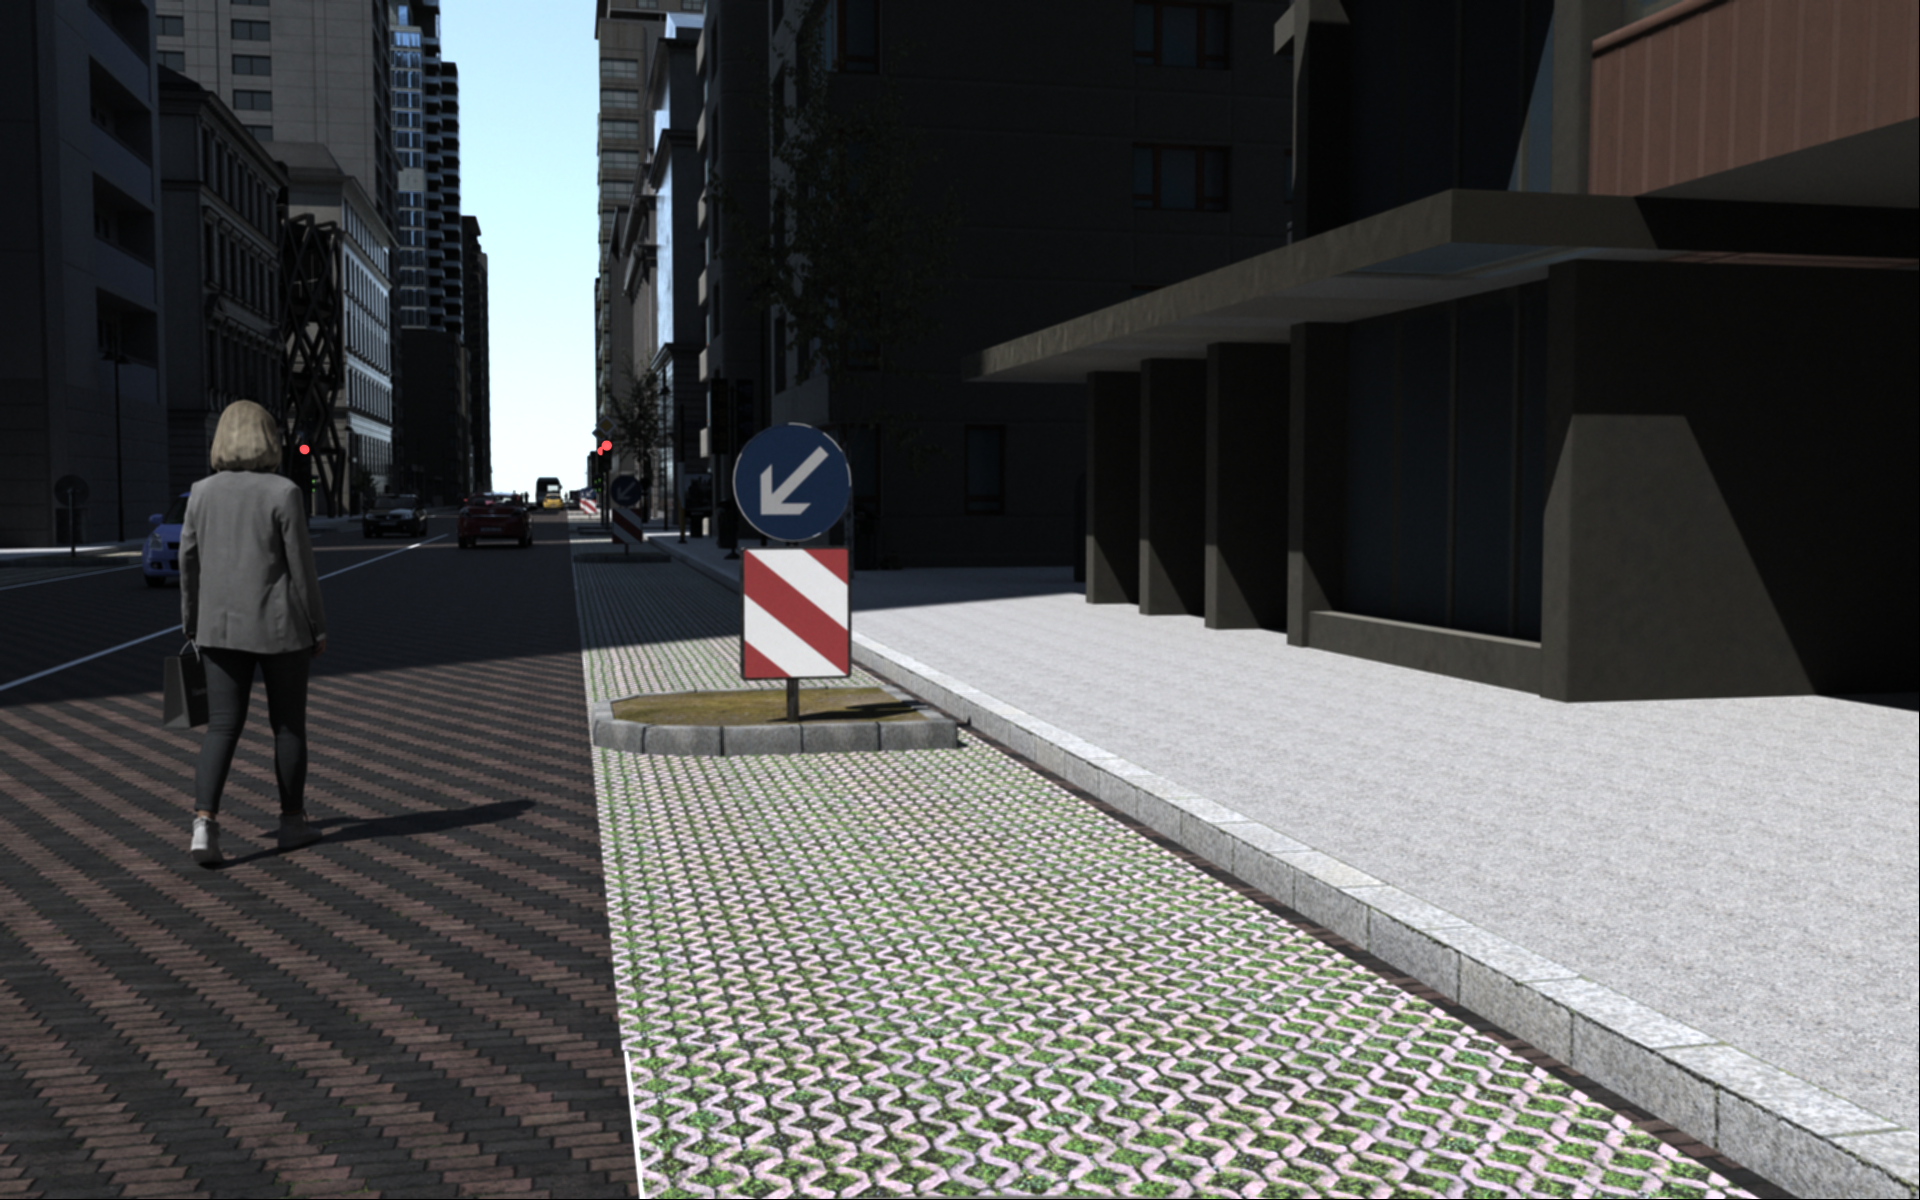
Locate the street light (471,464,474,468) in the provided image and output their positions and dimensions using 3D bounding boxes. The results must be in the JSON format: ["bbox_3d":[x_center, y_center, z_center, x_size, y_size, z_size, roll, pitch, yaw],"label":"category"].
[{"bbox_3d":[-62.570,-15.245,222.040,0.468,5.910,1.993,-1,4,-13],"label":"street light"}]

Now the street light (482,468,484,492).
[{"bbox_3d":[-69.319,-17.068,251.854,0.468,5.910,1.993,-1,4,-13],"label":"street light"}]

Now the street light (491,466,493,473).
[{"bbox_3d":[-76.088,-18.887,281.583,0.468,5.910,1.993,-1,4,-13],"label":"street light"}]

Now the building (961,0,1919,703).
[{"bbox_3d":[13.649,-21.675,9.014,22.147,44.769,28.867,-1,4,-13],"label":"building"}]

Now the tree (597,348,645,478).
[{"bbox_3d":[-15.636,-8.275,85.653,4.737,8.622,4.395,0,3,0],"label":"tree"}]

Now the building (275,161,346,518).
[{"bbox_3d":[-41.479,-13.671,90.967,16.820,18.784,16.811,-1,4,-13],"label":"building"}]

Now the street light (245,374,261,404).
[{"bbox_3d":[-27.184,-5.741,66.648,0.468,5.910,1.993,-1,4,-13],"label":"street light"}]

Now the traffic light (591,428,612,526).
[{"bbox_3d":[-14.225,-4.883,68.764,0.839,4.253,0.868,-1,4,-13],"label":"traffic light"}]

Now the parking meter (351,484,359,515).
[{"bbox_3d":[-36.274,-6.000,103.813,0.399,1.863,0.255,1,4,15],"label":"parking meter"}]

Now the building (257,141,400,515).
[{"bbox_3d":[-48.195,-17.487,119.203,16.112,22.955,30.059,-1,4,-13],"label":"building"}]

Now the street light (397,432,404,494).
[{"bbox_3d":[-40.728,-9.381,126.159,0.468,5.910,1.993,-1,4,-13],"label":"street light"}]

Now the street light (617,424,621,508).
[{"bbox_3d":[-22.060,-8.533,112.307,0.468,5.910,1.993,-1,4,-13],"label":"street light"}]

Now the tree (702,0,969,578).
[{"bbox_3d":[-1.702,-4.618,25.866,4.737,8.622,4.395,0,3,0],"label":"tree"}]

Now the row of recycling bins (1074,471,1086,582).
[{"bbox_3d":[3.276,-1.155,26.002,3.534,1.692,1.069,-2,4,-28],"label":"row of recycling bins"}]

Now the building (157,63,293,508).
[{"bbox_3d":[-35.100,-12.752,73.119,10.561,19.102,19.286,-1,4,-13],"label":"building"}]

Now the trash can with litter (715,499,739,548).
[{"bbox_3d":[-5.604,-1.818,41.116,0.624,1.170,1.055,-1,4,-20],"label":"trash can with litter"}]

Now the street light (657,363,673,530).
[{"bbox_3d":[-10.396,-5.400,61.072,0.468,5.910,1.993,-1,4,-13],"label":"street light"}]

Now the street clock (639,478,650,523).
[{"bbox_3d":[-13.939,-4.405,76.592,0.358,2.002,0.471,3,5,42],"label":"street clock"}]

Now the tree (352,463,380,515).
[{"bbox_3d":[-36.266,-6.808,105.914,1.663,3.219,1.824,0,3,0],"label":"tree"}]

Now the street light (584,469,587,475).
[{"bbox_3d":[-57.382,-18.040,267.747,0.468,5.910,1.993,-1,4,-13],"label":"street light"}]

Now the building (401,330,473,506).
[{"bbox_3d":[-70.293,-21.443,195.638,27.650,21.520,28.899,-1,4,-13],"label":"building"}]

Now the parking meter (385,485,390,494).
[{"bbox_3d":[-36.811,-6.465,111.413,0.255,1.863,0.399,0,4,3],"label":"parking meter"}]

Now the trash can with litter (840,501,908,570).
[{"bbox_3d":[-1.455,-1.099,29.349,1.055,1.170,0.624,-2,4,-27],"label":"trash can with litter"}]

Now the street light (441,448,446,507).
[{"bbox_3d":[-51.210,-12.172,171.799,0.468,5.910,1.993,-1,4,-13],"label":"street light"}]

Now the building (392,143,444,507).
[{"bbox_3d":[-67.696,-29.126,168.093,32.217,40.220,23.993,-1,4,-13],"label":"building"}]

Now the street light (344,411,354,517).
[{"bbox_3d":[-33.966,-7.559,96.374,0.468,5.910,1.993,-1,4,-13],"label":"street light"}]

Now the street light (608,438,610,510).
[{"bbox_3d":[-28.794,-10.352,142.044,0.468,5.910,1.993,-1,4,-13],"label":"street light"}]

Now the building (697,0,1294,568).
[{"bbox_3d":[8.038,-12.304,46.204,27.650,21.520,28.899,-1,4,-13],"label":"building"}]

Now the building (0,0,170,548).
[{"bbox_3d":[-37.167,-30.735,44.517,28.212,58.520,21.231,-1,4,-13],"label":"building"}]

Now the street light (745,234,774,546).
[{"bbox_3d":[-3.506,-3.548,30.799,0.468,5.910,1.993,-1,4,-13],"label":"street light"}]

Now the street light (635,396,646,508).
[{"bbox_3d":[-15.120,-6.677,81.960,0.468,5.910,1.993,-1,4,-13],"label":"street light"}]

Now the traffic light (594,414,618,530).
[{"bbox_3d":[-12.452,-4.407,60.977,0.839,4.253,0.868,-1,4,-13],"label":"traffic light"}]

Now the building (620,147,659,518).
[{"bbox_3d":[-13.037,-15.987,103.191,13.314,21.916,24.055,-1,4,-13],"label":"building"}]

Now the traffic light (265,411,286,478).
[{"bbox_3d":[-23.234,-4.256,58.514,0.839,4.253,0.868,-1,4,-13],"label":"traffic light"}]

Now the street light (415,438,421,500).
[{"bbox_3d":[-44.306,-10.340,141.851,0.468,5.910,1.993,-1,4,-13],"label":"street light"}]

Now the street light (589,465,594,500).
[{"bbox_3d":[-45.860,-14.924,216.801,0.468,5.910,1.993,-1,4,-13],"label":"street light"}]

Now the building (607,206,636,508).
[{"bbox_3d":[-18.699,-18.988,129.517,14.314,24.678,30.058,-1,4,-13],"label":"building"}]

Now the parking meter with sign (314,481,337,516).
[{"bbox_3d":[-38.136,-6.554,103.413,0.543,3.016,1.738,3,4,39],"label":"parking meter with sign"}]

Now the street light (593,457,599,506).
[{"bbox_3d":[-38.983,-13.091,186.831,0.468,5.910,1.993,-1,4,-13],"label":"street light"}]

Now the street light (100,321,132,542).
[{"bbox_3d":[-22.501,-4.496,46.302,0.468,5.910,1.993,-1,4,-13],"label":"street light"}]

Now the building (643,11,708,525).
[{"bbox_3d":[3.575,-15.902,79.077,34.723,24.649,14.460,-1,4,-13],"label":"building"}]

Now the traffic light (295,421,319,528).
[{"bbox_3d":[-25.007,-4.733,66.301,0.839,4.253,0.868,-1,4,-13],"label":"traffic light"}]
